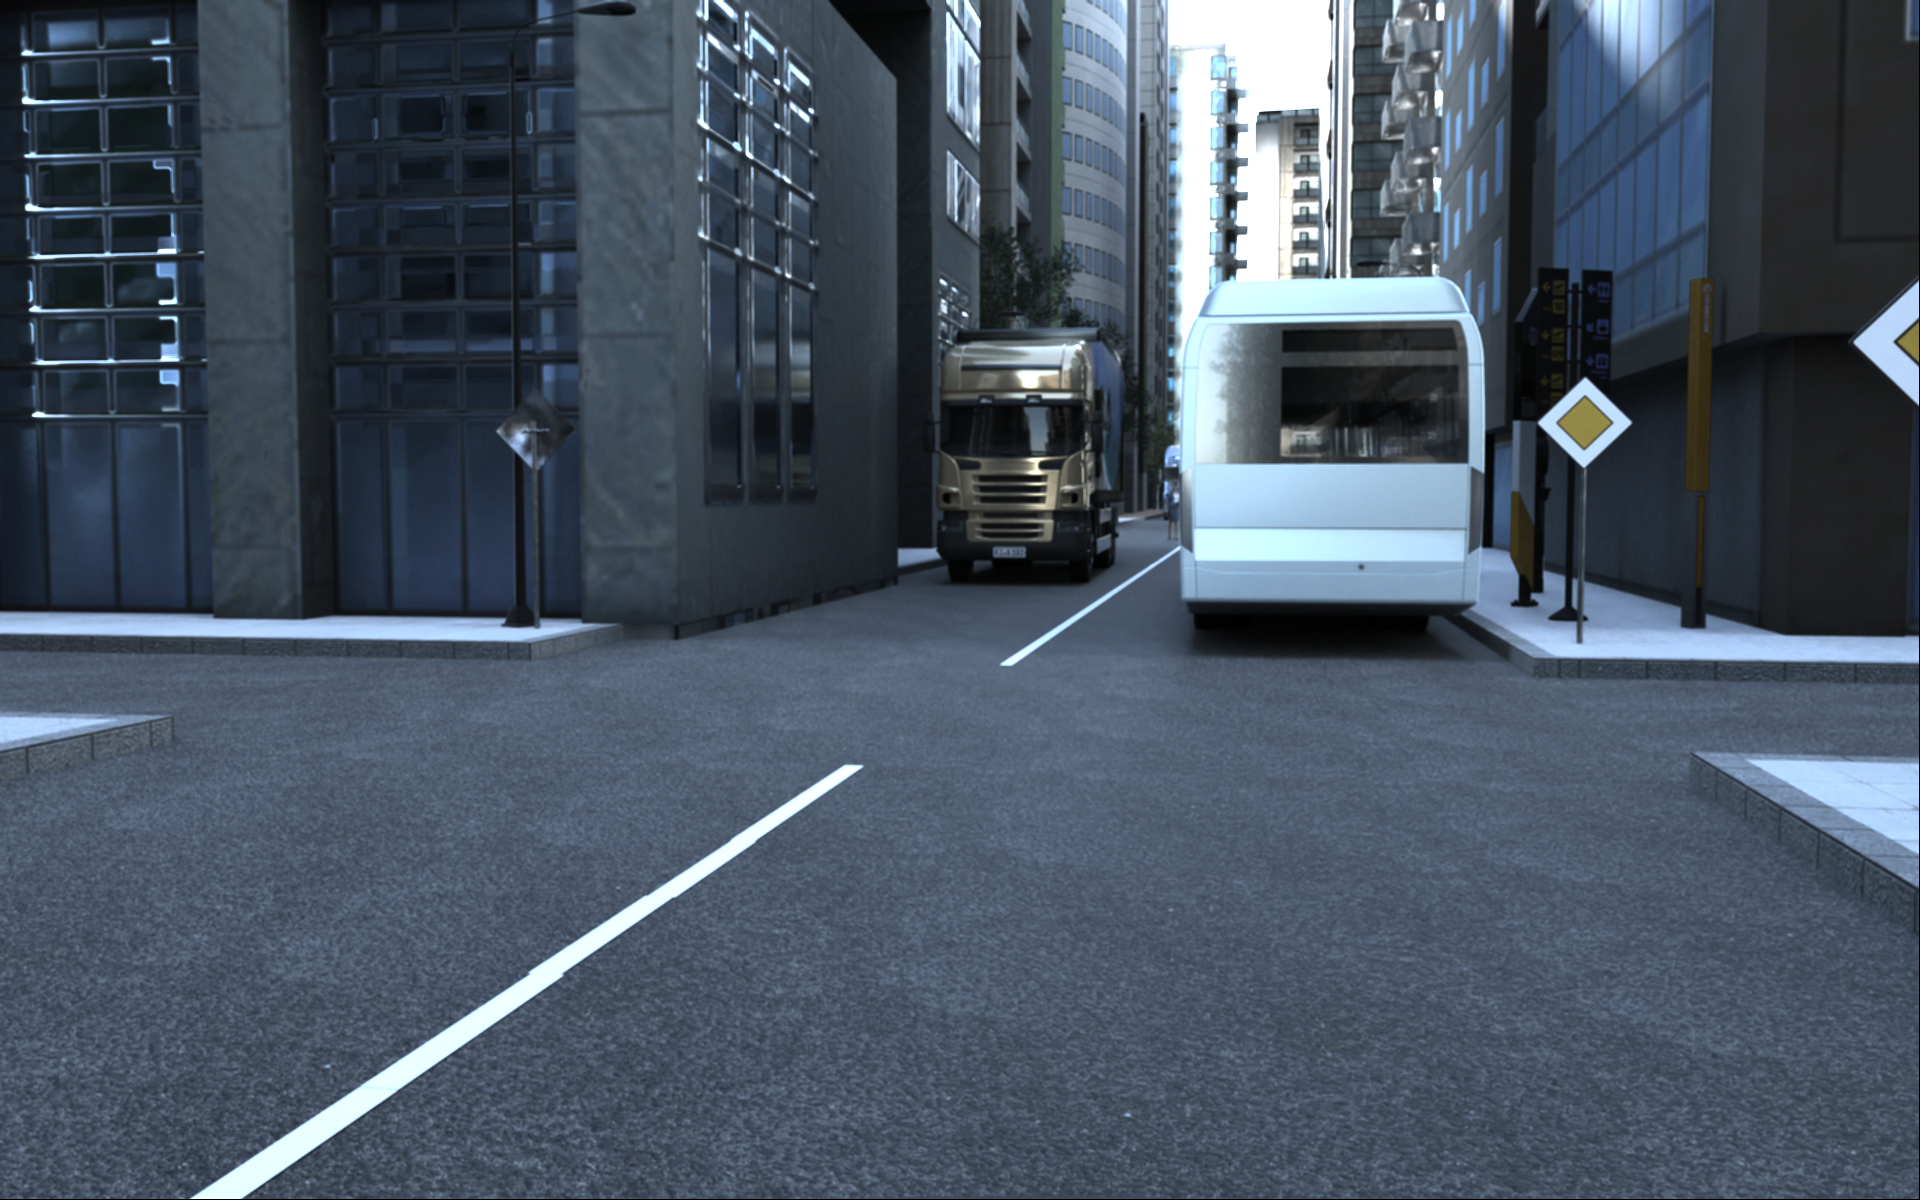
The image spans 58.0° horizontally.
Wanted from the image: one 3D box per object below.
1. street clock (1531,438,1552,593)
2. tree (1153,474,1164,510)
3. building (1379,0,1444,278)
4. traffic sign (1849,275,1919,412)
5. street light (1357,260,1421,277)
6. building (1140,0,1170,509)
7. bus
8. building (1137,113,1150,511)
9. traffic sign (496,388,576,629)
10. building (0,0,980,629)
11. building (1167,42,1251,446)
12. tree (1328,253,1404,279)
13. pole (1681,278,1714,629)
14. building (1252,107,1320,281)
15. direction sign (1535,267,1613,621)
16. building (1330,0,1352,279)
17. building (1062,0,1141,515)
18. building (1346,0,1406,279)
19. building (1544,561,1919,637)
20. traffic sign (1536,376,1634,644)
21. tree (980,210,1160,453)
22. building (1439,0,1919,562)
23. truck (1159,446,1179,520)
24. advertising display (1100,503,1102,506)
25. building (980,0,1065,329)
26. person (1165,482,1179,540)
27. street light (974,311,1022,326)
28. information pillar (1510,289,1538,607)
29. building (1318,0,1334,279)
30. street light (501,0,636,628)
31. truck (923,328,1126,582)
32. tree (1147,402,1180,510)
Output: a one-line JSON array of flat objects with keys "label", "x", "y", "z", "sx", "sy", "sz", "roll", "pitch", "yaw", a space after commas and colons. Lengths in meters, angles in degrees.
[{"label": "street clock", "x": 7.494, "y": -1.097, "z": 22.511, "sx": 0.358, "sy": 2.002, "sz": 0.471, "roll": 1, "pitch": 4, "yaw": 13}, {"label": "tree", "x": 16.329, "y": -8.960, "z": 141.099, "sx": 1.663, "sy": 3.219, "sz": 1.824, "roll": 0, "pitch": 3, "yaw": 0}, {"label": "building", "x": 28.912, "y": -27.504, "z": 69.303, "sx": 23.786, "sy": 49.044, "sz": 30.456, "roll": 1, "pitch": 4, "yaw": 10}, {"label": "traffic sign", "x": 3.962, "y": -0.203, "z": 6.954, "sx": 0.795, "sy": 2.450, "sz": 0.064, "roll": 1, "pitch": 4, "yaw": 10}, {"label": "street light", "x": 8.564, "y": -3.785, "z": 34.432, "sx": 1.470, "sy": 5.913, "sz": 1.316, "roll": 1, "pitch": 4, "yaw": 10}, {"label": "building", "x": 7.981, "y": -43.860, "z": 155.356, "sx": 20.611, "sy": 71.187, "sz": 20.563, "roll": 1, "pitch": 4, "yaw": 10}, {"label": "bus", "x": 4.184, "y": -1.622, "z": 21.382, "sx": 2.948, "sy": 3.499, "sz": 13.247, "roll": 1, "pitch": 4, "yaw": 9}, {"label": "building", "x": 6.309, "y": -21.716, "z": 126.755, "sx": 14.160, "sy": 30.474, "sz": 14.107, "roll": 1, "pitch": 4, "yaw": 10}, {"label": "traffic sign", "x": -4.030, "y": -0.784, "z": 16.454, "sx": 0.795, "sy": 2.450, "sz": 0.064, "roll": 1, "pitch": 4, "yaw": 10}, {"label": "building", "x": -11.126, "y": -43.965, "z": 31.500, "sx": 22.319, "sy": 86.520, "sz": 31.000, "roll": 1, "pitch": 4, "yaw": 10}, {"label": "building", "x": 15.620, "y": -34.659, "z": 186.290, "sx": 30.456, "sy": 49.044, "sz": 23.786, "roll": 1, "pitch": 4, "yaw": 10}, {"label": "tree", "x": 12.868, "y": -6.287, "z": 53.149, "sx": 4.360, "sy": 8.622, "sz": 3.978, "roll": 0, "pitch": 3, "yaw": 0}, {"label": "pole", "x": 7.032, "y": -1.386, "z": 16.510, "sx": 0.158, "sy": 3.312, "sz": 0.155, "roll": 0, "pitch": 3, "yaw": 0}, {"label": "building", "x": 37.006, "y": -30.215, "z": 177.614, "sx": 14.086, "sy": 41.232, "sz": 14.154, "roll": 1, "pitch": 4, "yaw": 10}, {"label": "direction sign", "x": 6.197, "y": -1.562, "z": 17.540, "sx": 0.876, "sy": 3.537, "sz": 0.379, "roll": -1, "pitch": 4, "yaw": -19}, {"label": "building", "x": 36.214, "y": -35.254, "z": 118.395, "sx": 21.231, "sy": 58.520, "sz": 28.212, "roll": 1, "pitch": 4, "yaw": 10}, {"label": "building", "x": -0.508, "y": -34.458, "z": 105.384, "sx": 21.231, "sy": 58.520, "sz": 28.212, "roll": 1, "pitch": 4, "yaw": 10}, {"label": "building", "x": 29.120, "y": -19.998, "z": 98.669, "sx": 14.160, "sy": 30.474, "sz": 14.107, "roll": 1, "pitch": 4, "yaw": 10}, {"label": "building", "x": 15.215, "y": -22.601, "z": 19.643, "sx": 14.200, "sy": 45.320, "sz": 14.600, "roll": 1, "pitch": 4, "yaw": 10}, {"label": "traffic sign", "x": 5.322, "y": -0.684, "z": 14.823, "sx": 0.795, "sy": 2.450, "sz": 0.064, "roll": 1, "pitch": 4, "yaw": 10}, {"label": "tree", "x": 1.566, "y": -7.542, "z": 57.720, "sx": 7.601, "sy": 10.594, "sz": 8.767, "roll": -1, "pitch": 4, "yaw": -13}, {"label": "building", "x": 19.263, "y": -23.868, "z": 40.360, "sx": 14.600, "sy": 45.320, "sz": 14.200, "roll": 1, "pitch": 4, "yaw": 10}, {"label": "truck", "x": 13.442, "y": -6.897, "z": 102.517, "sx": 2.967, "sy": 4.110, "sz": 18.799, "roll": 0, "pitch": 4, "yaw": 8}, {"label": "advertising display", "x": 6.283, "y": -4.383, "z": 76.883, "sx": 0.123, "sy": 1.923, "sz": 0.974, "roll": 1, "pitch": 4, "yaw": 10}, {"label": "building", "x": -3.389, "y": -23.739, "z": 71.733, "sx": 14.154, "sy": 41.232, "sz": 14.086, "roll": 1, "pitch": 4, "yaw": 10}, {"label": "person", "x": 6.764, "y": -2.826, "z": 54.734, "sx": 0.581, "sy": 1.822, "sz": 0.654, "roll": 0, "pitch": 4, "yaw": -1}, {"label": "street light", "x": 0.881, "y": -4.380, "z": 44.161, "sx": 1.470, "sy": 5.913, "sz": 1.316, "roll": 1, "pitch": 4, "yaw": 10}, {"label": "information pillar", "x": 6.422, "y": -1.733, "z": 19.690, "sx": 0.183, "sy": 3.616, "sz": 0.504, "roll": 3, "pitch": 5, "yaw": 40}, {"label": "building", "x": 44.192, "y": -34.019, "z": 145.451, "sx": 28.713, "sy": 52.752, "sz": 27.495, "roll": 1, "pitch": 4, "yaw": 10}, {"label": "street light", "x": -3.733, "y": -2.691, "z": 16.546, "sx": 1.470, "sy": 5.913, "sz": 1.316, "roll": 1, "pitch": 4, "yaw": 10}, {"label": "truck", "x": 1.486, "y": -2.613, "z": 31.636, "sx": 2.839, "sy": 4.237, "sz": 11.283, "roll": 1, "pitch": 4, "yaw": 8}, {"label": "tree", "x": 15.549, "y": -11.416, "z": 137.010, "sx": 4.737, "sy": 8.622, "sz": 4.395, "roll": 0, "pitch": 3, "yaw": 0}]
